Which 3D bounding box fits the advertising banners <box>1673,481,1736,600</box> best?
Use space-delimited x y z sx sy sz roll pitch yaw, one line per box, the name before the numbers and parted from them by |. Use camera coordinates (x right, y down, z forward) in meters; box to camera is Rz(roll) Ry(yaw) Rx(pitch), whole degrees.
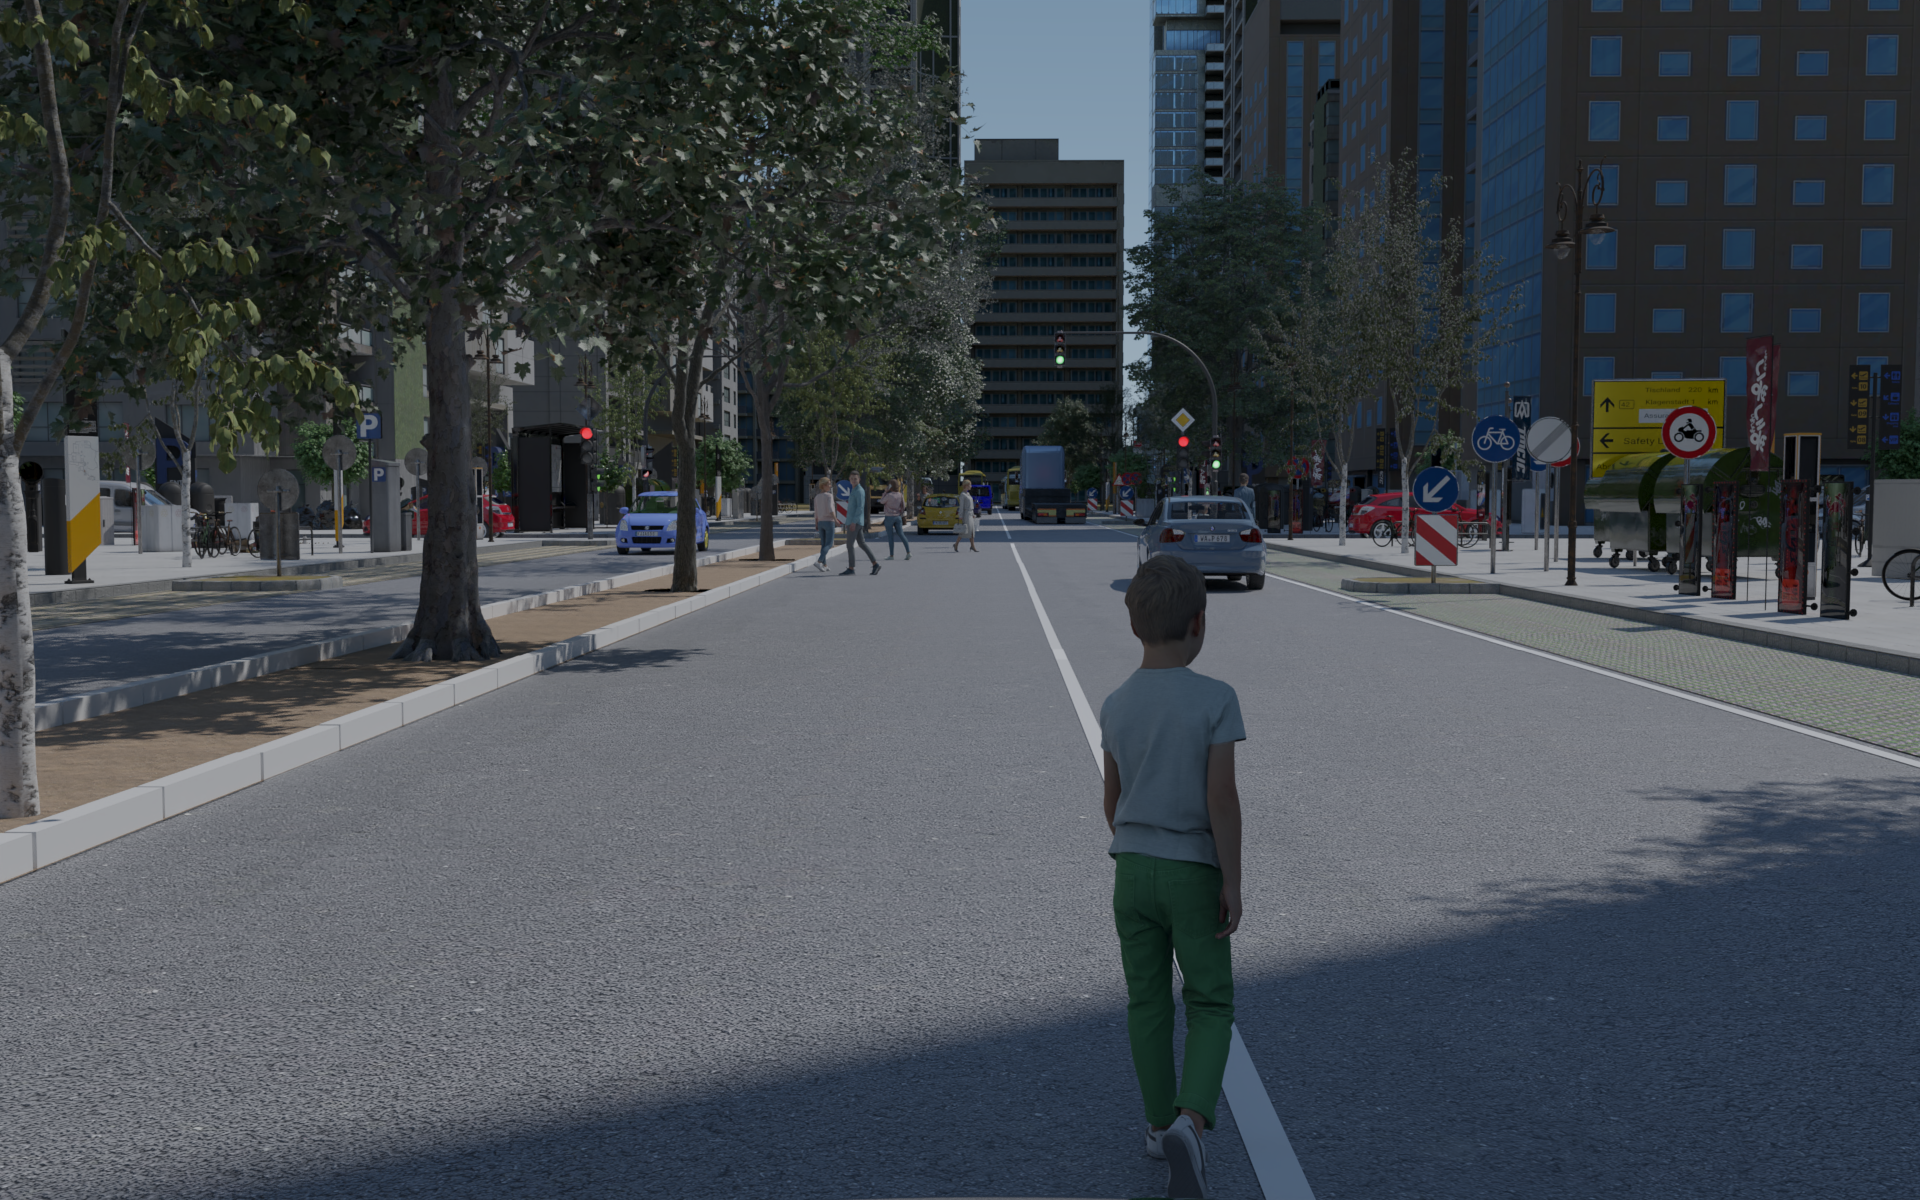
advertising banners | 9.357 -1.528 21.172 0.090 3.025 2.074 0 4 -8

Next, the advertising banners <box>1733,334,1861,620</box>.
advertising banners | 8.939 -1.364 18.489 0.090 3.025 2.074 0 4 -6

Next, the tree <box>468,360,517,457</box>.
tree | -25.130 -8.519 89.655 4.360 8.622 3.978 0 3 0

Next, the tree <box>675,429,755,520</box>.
tree | -11.991 -6.304 86.778 4.285 4.588 4.351 0 3 0

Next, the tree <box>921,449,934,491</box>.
tree | -2.955 -8.368 89.643 4.737 8.622 4.395 0 3 0

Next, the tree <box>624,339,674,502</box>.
tree | -13.559 -7.355 70.614 4.737 8.622 4.395 0 3 0

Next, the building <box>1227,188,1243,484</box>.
building | 32.502 -24.078 165.371 14.160 30.474 14.107 0 4 1

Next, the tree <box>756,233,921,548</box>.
tree | -3.391 -5.671 45.534 4.737 8.622 4.395 0 3 0

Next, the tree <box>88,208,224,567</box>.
tree | -13.674 -4.889 30.293 4.360 8.622 3.978 0 3 0

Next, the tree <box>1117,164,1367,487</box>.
tree | 10.846 -9.821 67.224 9.857 13.997 8.962 0 3 0

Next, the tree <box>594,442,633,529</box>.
tree | -13.260 -4.286 64.684 1.663 3.219 1.824 0 3 0

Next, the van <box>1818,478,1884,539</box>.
van | 28.243 -2.816 53.048 4.112 2.044 2.013 0 4 1

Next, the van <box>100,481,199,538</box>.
van | -25.415 -2.825 53.201 4.112 2.044 2.013 0 4 2

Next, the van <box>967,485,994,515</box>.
van | 1.270 -7.129 120.949 2.240 2.365 5.245 0 3 0

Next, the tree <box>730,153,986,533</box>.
tree | -3.622 -9.337 61.765 9.857 13.997 8.962 0 3 0

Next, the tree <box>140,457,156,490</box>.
tree | -29.932 -4.321 65.252 1.663 3.219 1.824 0 3 0

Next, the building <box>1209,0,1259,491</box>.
building | 36.891 -45.451 181.380 20.563 71.187 20.611 0 4 1

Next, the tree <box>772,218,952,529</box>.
tree | -3.928 -9.173 70.569 7.486 12.596 7.792 0 3 0

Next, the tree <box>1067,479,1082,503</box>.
tree | 12.162 -11.612 184.456 1.663 3.219 1.824 0 3 0

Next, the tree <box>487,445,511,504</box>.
tree | -18.016 -4.525 68.583 1.663 3.219 1.824 0 3 0

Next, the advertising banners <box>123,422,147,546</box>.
advertising banners | -20.618 -2.881 43.292 0.090 3.025 2.074 -1 4 -13

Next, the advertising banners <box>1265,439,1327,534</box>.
advertising banners | 10.828 -3.651 55.879 2.074 3.025 0.090 2 4 33

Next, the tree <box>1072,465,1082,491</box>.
tree | 12.223 -11.001 163.579 4.285 4.588 4.351 0 3 0

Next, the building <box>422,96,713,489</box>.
building | -38.892 -35.274 165.976 28.713 52.752 27.495 0 4 1

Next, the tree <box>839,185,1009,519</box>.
tree | -4.017 -14.662 98.068 12.611 20.169 13.585 0 3 0

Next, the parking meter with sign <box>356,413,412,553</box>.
parking meter with sign | -12.674 -2.570 38.280 0.543 3.016 1.738 0 4 5

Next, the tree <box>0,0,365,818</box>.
tree | -4.134 -3.325 7.181 4.737 8.622 4.395 0 3 0

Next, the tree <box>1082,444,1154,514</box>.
tree | 11.109 -7.963 113.909 4.285 4.588 4.351 0 3 0

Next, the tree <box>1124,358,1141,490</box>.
tree | 10.256 -8.529 89.817 4.360 8.622 3.978 0 3 0

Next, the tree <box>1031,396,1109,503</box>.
tree | 12.610 -17.360 200.844 9.611 12.733 9.660 0 3 0

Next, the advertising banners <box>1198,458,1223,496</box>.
advertising banners | 11.943 -5.161 80.574 2.074 3.025 0.090 -1 4 -22

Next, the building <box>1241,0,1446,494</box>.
building | 32.433 -30.594 150.328 14.600 45.320 14.200 0 4 1

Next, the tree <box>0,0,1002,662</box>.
tree | -4.450 -5.837 14.908 9.611 12.733 9.660 0 3 0

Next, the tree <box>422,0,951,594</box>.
tree | -3.905 -5.906 24.784 9.928 11.665 9.643 0 3 0

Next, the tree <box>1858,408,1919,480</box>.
tree | 35.392 -4.947 64.591 4.285 4.588 4.351 0 3 0

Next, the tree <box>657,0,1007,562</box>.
tree | -4.098 -7.561 36.456 12.009 13.543 11.850 0 3 0

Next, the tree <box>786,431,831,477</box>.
tree | -10.986 -12.791 143.538 7.601 10.594 8.767 0 4 3

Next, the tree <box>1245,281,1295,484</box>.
tree | 9.455 -5.671 43.076 4.360 8.622 3.978 0 3 0

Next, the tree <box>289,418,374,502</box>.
tree | -24.089 -5.074 66.674 4.285 4.588 4.351 0 3 0

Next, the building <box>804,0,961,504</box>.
building | -10.286 -48.945 238.507 20.611 71.187 20.563 0 4 1

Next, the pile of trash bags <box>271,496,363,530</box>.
pile of trash bags | -23.181 -3.191 61.926 1.912 1.369 3.447 2 4 30

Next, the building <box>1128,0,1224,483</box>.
building | 37.913 -56.626 238.502 31.000 86.520 22.319 0 4 1

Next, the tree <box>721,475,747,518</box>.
tree | -12.650 -6.105 94.417 1.663 3.219 1.824 0 3 0

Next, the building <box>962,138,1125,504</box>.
building | 11.212 -37.627 238.895 21.600 48.544 21.300 0 4 1

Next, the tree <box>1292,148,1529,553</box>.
tree | 9.647 -5.297 36.962 4.360 8.622 3.978 0 3 0

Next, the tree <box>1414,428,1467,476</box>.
tree | 24.263 -6.226 85.508 4.285 4.588 4.351 0 3 0

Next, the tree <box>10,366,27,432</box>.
tree | -19.330 -2.999 32.745 4.285 4.588 4.351 0 3 0

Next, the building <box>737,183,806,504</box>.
building | -35.475 -35.819 240.258 28.867 44.769 22.147 0 4 1

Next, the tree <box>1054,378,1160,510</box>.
tree | 11.663 -12.551 139.619 8.767 10.594 7.601 -1 4 -20

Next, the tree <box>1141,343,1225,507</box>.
tree | 10.266 -7.766 77.329 4.360 8.622 3.978 0 3 0
